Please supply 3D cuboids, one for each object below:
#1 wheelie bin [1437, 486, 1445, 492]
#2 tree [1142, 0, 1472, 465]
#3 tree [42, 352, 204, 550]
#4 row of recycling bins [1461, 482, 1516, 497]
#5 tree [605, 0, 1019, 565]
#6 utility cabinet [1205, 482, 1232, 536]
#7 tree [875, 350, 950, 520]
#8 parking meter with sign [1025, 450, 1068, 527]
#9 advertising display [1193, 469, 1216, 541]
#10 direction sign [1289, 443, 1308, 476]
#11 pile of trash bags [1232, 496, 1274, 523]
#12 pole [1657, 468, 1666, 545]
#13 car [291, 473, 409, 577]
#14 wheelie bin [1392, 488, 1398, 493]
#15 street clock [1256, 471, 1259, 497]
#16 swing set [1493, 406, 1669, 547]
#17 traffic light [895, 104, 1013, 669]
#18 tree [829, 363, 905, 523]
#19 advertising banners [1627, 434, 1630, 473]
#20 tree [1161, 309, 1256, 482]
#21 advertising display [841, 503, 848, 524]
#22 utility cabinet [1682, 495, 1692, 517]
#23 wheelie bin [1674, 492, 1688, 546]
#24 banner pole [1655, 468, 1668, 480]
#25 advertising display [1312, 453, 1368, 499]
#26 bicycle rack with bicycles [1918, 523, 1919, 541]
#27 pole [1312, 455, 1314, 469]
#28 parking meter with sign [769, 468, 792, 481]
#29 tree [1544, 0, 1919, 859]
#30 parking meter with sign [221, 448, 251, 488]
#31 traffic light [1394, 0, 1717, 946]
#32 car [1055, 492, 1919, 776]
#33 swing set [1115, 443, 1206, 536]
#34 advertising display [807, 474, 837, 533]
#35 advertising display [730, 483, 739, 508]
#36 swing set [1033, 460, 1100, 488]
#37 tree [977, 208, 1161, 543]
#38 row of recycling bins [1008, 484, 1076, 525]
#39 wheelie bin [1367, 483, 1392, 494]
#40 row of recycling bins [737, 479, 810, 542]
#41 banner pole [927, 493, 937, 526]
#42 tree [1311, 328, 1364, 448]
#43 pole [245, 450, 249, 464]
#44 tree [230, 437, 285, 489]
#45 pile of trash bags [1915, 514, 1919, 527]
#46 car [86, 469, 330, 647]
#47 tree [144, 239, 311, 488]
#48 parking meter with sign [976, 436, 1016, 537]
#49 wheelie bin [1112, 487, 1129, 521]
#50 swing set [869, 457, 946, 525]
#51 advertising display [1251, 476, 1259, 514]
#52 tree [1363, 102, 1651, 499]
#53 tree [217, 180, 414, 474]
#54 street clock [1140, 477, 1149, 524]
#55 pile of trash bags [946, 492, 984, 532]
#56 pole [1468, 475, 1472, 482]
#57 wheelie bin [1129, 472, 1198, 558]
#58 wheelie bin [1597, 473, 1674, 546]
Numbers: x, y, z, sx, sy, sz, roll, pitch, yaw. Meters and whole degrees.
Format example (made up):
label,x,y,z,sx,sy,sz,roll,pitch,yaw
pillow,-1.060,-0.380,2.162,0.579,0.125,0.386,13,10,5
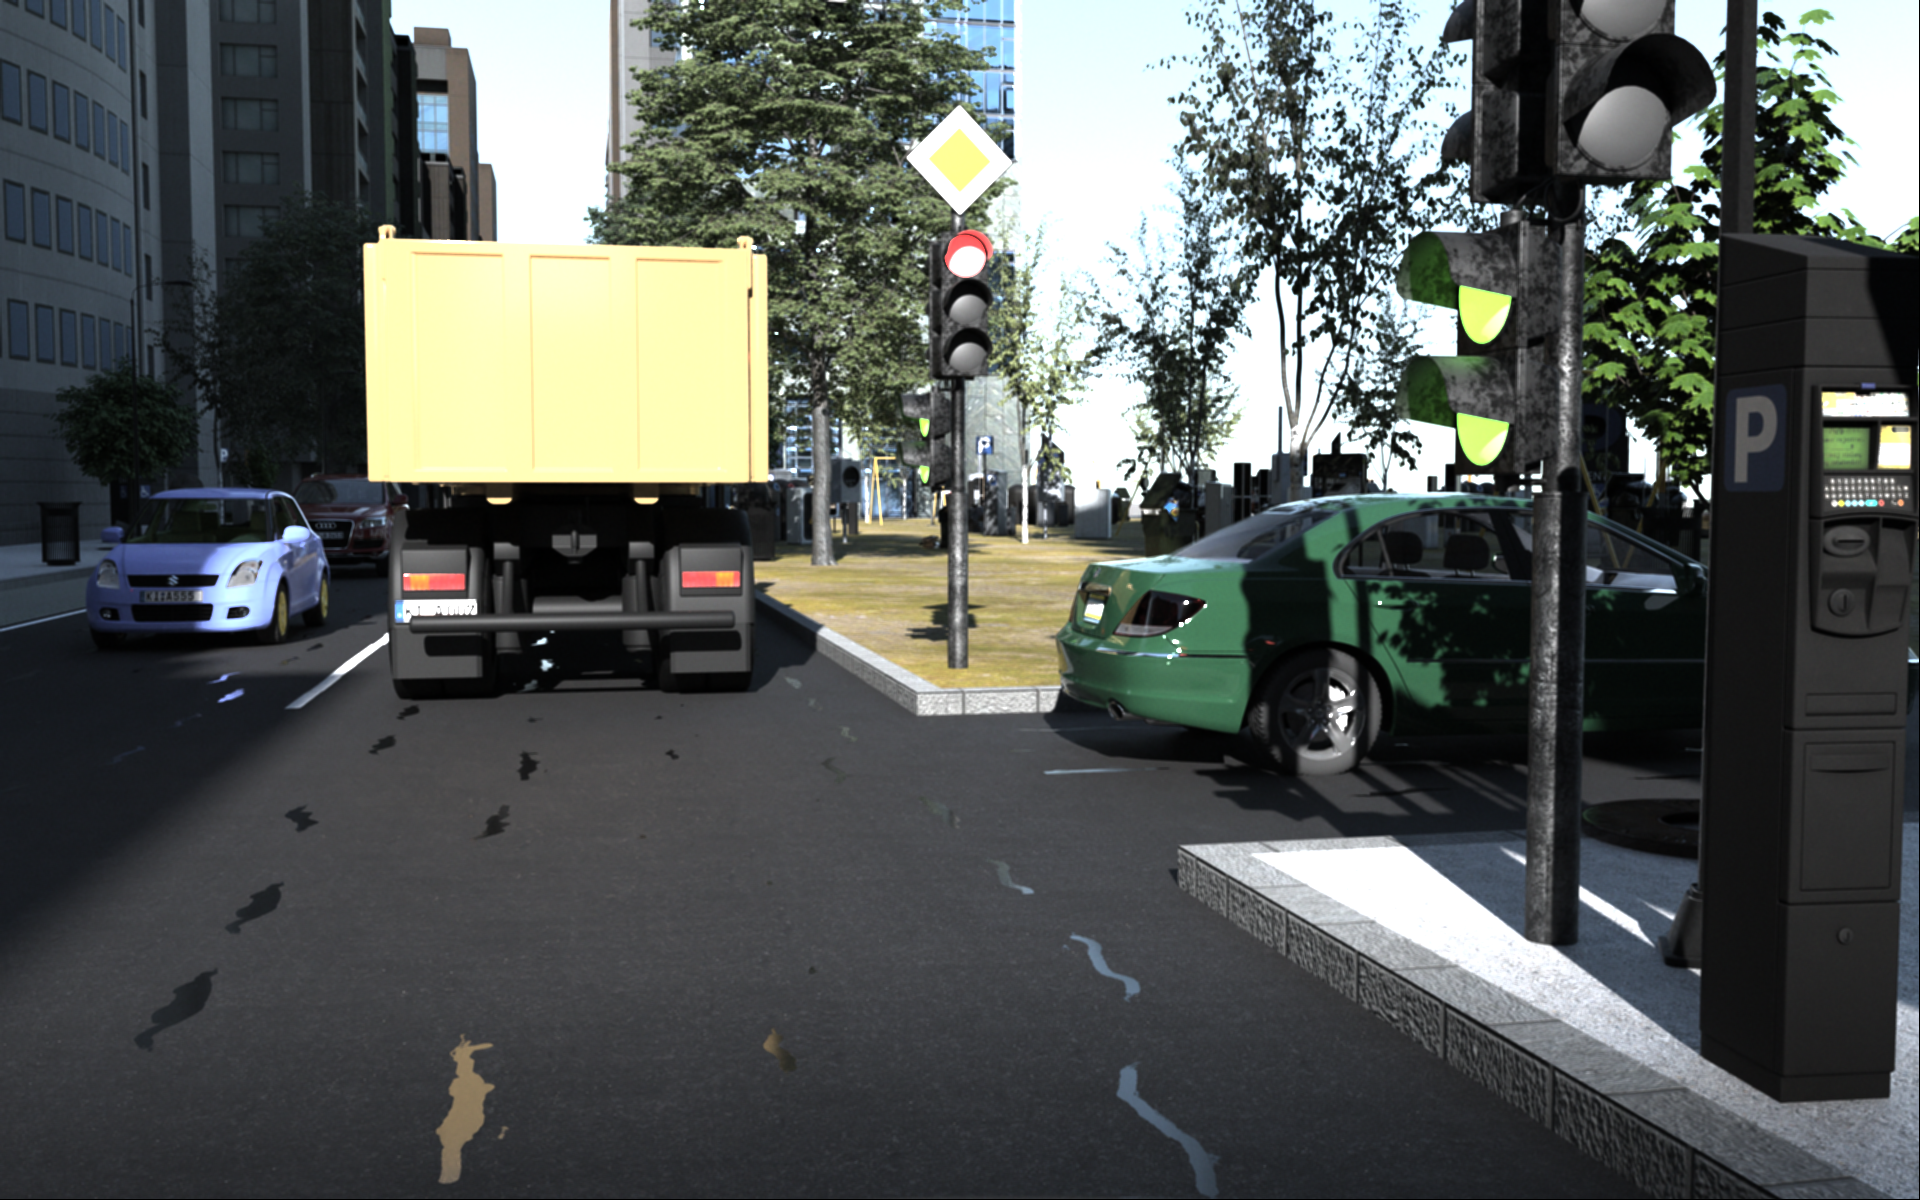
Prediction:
label,x,y,z,sx,sy,sz,roll,pitch,yaw
wheelie bin,18.914,-3.642,67.461,0.980,1.594,0.693,-3,4,-38
tree,3.982,-4.220,19.365,4.360,8.622,3.978,0,3,0
tree,-19.358,-3.451,40.143,4.285,4.588,4.351,0,3,0
row of recycling bins,17.882,-3.216,59.691,3.534,1.692,1.069,-3,4,-39
tree,-2.640,-6.876,30.543,7.486,12.596,7.792,0,3,0
utility cabinet,4.756,-1.413,31.784,0.318,1.500,1.173,1,4,18
tree,-2.575,-8.331,86.572,4.360,8.622,3.978,0,3,0
parking meter with sign,3.400,-4.425,68.604,1.738,3.016,0.543,-1,4,-9
advertising display,6.318,-2.418,44.749,0.123,1.923,0.974,3,4,39
direction sign,14.936,-5.167,76.484,0.876,3.537,0.379,3,4,36
pile of trash bags,7.629,-2.216,45.981,1.912,1.369,3.447,1,4,16
pole,16.129,-2.811,39.804,0.158,3.312,0.155,0,3,0
car,-11.152,-1.395,31.487,2.281,1.827,5.304,-1,4,-12
wheelie bin,21.504,-4.803,86.442,0.693,1.594,0.980,2,4,32
street clock,9.332,-2.992,53.496,0.358,2.002,0.471,2,4,32
swing set,8.384,-1.495,22.066,3.119,2.851,2.862,-2,4,-26
traffic light,-0.034,-1.453,12.670,0.839,4.253,0.868,-1,4,-12
tree,-4.116,-7.782,77.605,4.737,8.622,4.395,0,3,0
advertising banners,19.130,-3.249,49.309,0.090,3.025,2.074,1,4,12
tree,8.729,-7.203,68.124,4.737,8.622,4.395,0,3,0
advertising display,-4.803,-4.217,74.155,0.123,1.923,0.974,-3,4,-37
utility cabinet,32.686,-4.125,78.608,0.306,1.237,1.020,-1,4,-23
wheelie bin,17.390,-2.120,42.577,0.980,1.594,0.693,0,4,2
banner pole,25.660,-4.474,63.165,0.863,3.779,0.401,-2,4,-24
advertising display,6.010,-1.361,27.463,0.123,1.923,0.974,-3,5,-41
bicycle rack with bicycles,24.369,-1.964,45.498,2.925,0.926,2.852,2,4,25
pole,18.313,-5.856,89.593,0.158,3.312,0.155,0,3,0
parking meter with sign,-5.320,-3.362,51.233,0.543,3.016,1.738,3,5,43
tree,2.926,-0.714,6.280,1.663,3.219,1.824,0,3,0
parking meter with sign,-27.042,-4.221,65.269,1.738,3.016,0.543,1,4,16
traffic light,1.684,-0.976,4.872,0.839,4.253,0.868,-1,4,-12
car,3.008,0.116,9.900,4.920,1.459,2.131,-1,4,-11
swing set,6.655,-3.433,53.757,2.862,2.851,3.119,2,4,28
advertising display,-4.520,-3.151,56.740,0.974,1.923,0.123,-1,4,-20
advertising display,-9.299,-4.170,73.401,0.974,1.923,0.123,-3,5,-44
swing set,5.072,-5.091,80.852,3.119,2.851,2.862,2,4,29
tree,1.904,-5.790,45.035,4.737,8.622,4.395,0,3,0
row of recycling bins,3.559,-4.070,73.655,3.534,1.692,1.069,-3,4,-37
wheelie bin,11.313,-2.444,47.870,0.693,1.594,0.980,3,5,43
row of recycling bins,-5.118,-2.471,47.510,1.069,1.692,3.534,1,4,20
banner pole,-1.109,-4.896,70.063,0.401,3.779,0.863,-1,4,-9
tree,14.129,-6.582,57.980,4.737,8.622,4.395,0,3,0
pole,-32.912,-5.274,80.077,0.158,3.312,0.155,0,3,0
tree,-23.345,-3.842,57.414,1.663,3.219,1.824,0,3,0
pile of trash bags,36.421,-3.498,66.945,3.447,1.369,1.912,-3,4,-38
car,-7.488,-0.480,17.445,1.945,1.707,3.694,-1,4,-11
tree,-21.621,-6.158,51.049,4.360,8.622,3.978,0,3,0
parking meter with sign,1.147,-3.469,52.982,0.543,3.016,1.738,2,4,29
wheelie bin,7.602,-4.530,81.980,0.980,1.594,0.693,-3,4,-37
swing set,-2.361,-4.694,74.363,3.119,2.851,2.862,-1,4,-13
advertising display,10.632,-3.442,61.492,0.123,1.923,0.974,-3,5,-42
tree,10.139,-4.885,30.230,4.737,8.622,4.395,0,3,0
tree,-26.412,-10.130,72.278,9.857,13.997,8.962,0,3,0
street clock,7.960,-4.295,74.791,0.358,2.002,0.471,3,4,37
pile of trash bags,0.344,-3.050,59.621,1.912,1.369,3.447,-2,4,-25
pole,26.731,-5.933,90.840,0.158,3.312,0.155,0,3,0
wheelie bin,3.071,-1.074,25.472,0.693,1.594,0.980,-1,4,-23
wheelie bin,10.029,-1.105,25.983,0.980,1.594,0.693,-2,4,-27
